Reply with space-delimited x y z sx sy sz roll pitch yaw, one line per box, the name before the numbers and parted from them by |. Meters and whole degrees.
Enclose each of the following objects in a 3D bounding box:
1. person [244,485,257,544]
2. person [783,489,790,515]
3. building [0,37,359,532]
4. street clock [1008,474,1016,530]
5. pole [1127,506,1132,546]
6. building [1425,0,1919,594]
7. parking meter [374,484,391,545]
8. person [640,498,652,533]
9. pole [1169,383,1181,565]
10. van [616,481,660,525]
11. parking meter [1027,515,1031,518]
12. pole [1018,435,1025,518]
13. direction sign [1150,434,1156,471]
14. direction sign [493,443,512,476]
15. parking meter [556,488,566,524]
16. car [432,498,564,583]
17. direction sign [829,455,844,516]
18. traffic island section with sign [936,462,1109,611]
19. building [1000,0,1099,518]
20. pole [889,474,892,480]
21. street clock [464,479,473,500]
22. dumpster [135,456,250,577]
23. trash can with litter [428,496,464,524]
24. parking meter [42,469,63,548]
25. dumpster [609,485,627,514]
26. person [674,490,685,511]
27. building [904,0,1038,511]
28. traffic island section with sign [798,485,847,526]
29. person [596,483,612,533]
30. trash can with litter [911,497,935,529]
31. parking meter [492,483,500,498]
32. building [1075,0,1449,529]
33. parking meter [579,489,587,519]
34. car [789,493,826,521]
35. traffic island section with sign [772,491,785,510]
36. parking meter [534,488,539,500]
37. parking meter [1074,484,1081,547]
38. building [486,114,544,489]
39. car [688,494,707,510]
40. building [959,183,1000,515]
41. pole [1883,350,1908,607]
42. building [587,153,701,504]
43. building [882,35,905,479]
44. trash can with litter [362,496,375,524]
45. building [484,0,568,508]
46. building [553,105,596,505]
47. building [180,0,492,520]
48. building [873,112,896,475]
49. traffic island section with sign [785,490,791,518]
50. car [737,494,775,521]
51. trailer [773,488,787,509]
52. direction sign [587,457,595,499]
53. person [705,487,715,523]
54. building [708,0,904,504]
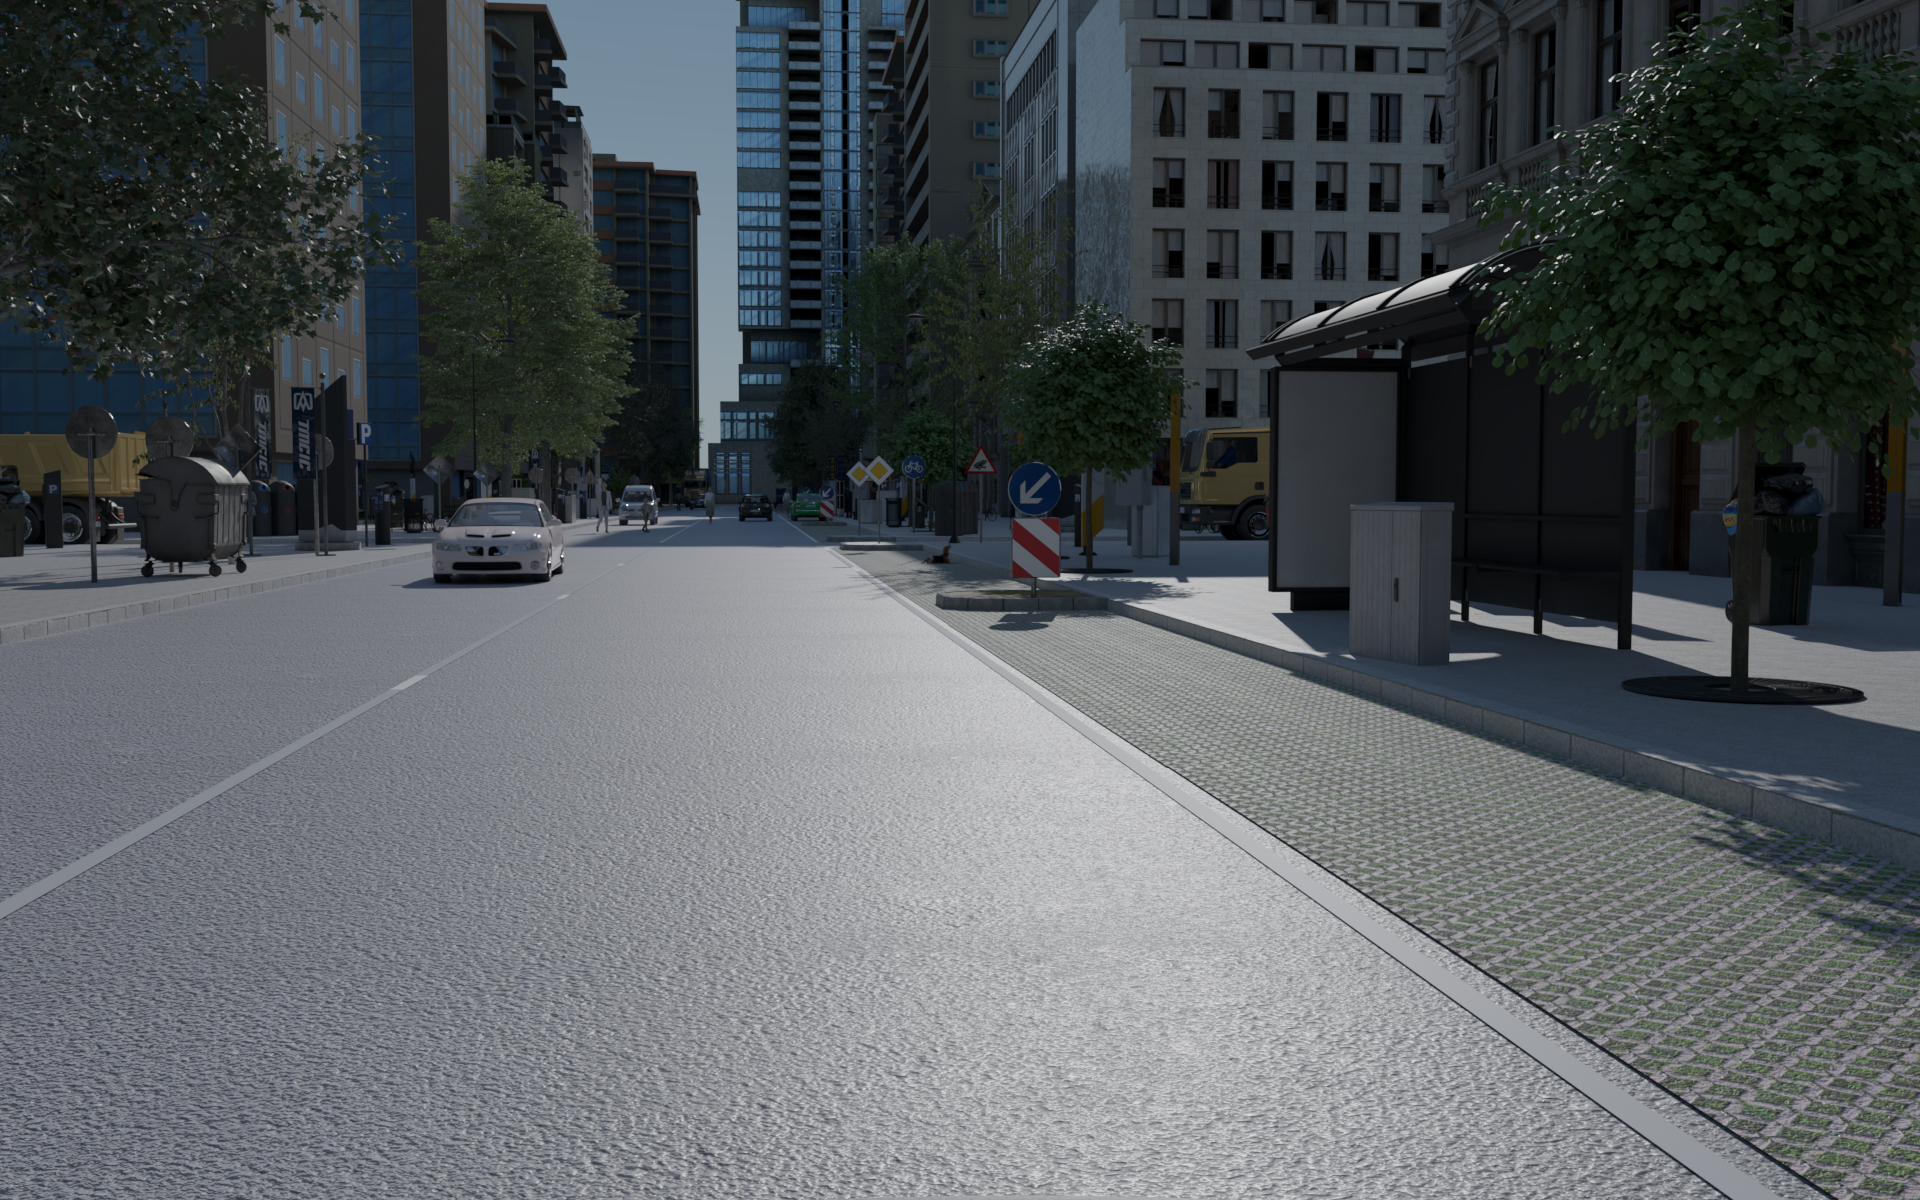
person | -19.102 -2.304 46.359 0.537 1.800 0.526 -1 4 -11
person | -12.019 -6.834 120.461 0.478 1.798 0.641 2 4 26
building | -30.605 -25.250 62.953 14.600 45.320 14.200 0 4 -7
street clock | 1.895 -3.514 62.019 0.358 2.002 0.471 -1 4 -13
pole | 4.265 -3.003 42.947 0.158 3.312 0.155 0 3 0
building | 16.265 -12.184 28.095 11.050 23.489 19.941 0 4 -7
parking meter | -14.568 -2.157 43.679 0.372 1.533 0.369 0 3 0
person | -11.704 -3.173 64.643 0.475 1.303 0.640 -3 5 -45
pole | 3.873 -2.283 31.169 0.158 3.312 0.155 0 3 0
van | -15.042 -4.529 81.059 2.013 2.044 4.112 0 4 -7
parking meter | 2.409 -3.217 58.313 0.255 1.863 0.399 1 4 12
pole | 1.578 -3.077 44.159 0.158 3.312 0.155 0 3 0
direction sign | 6.358 -4.016 57.664 0.379 3.537 0.876 2 4 25
direction sign | -20.210 -5.173 76.575 0.379 3.537 0.876 3 5 43
parking meter | -17.289 -4.075 75.042 0.372 1.533 0.369 0 3 0
car | -7.838 -1.057 29.651 2.083 1.381 4.827 -1 4 -9
direction sign | -7.245 -6.689 101.367 0.876 3.537 0.379 0 4 -2
traffic island section with sign | 0.723 -0.822 22.060 1.989 1.847 2.006 0 4 -7
building | 9.347 -16.324 84.923 12.078 24.808 19.932 0 4 -7
pole | -3.697 -5.977 91.571 0.158 3.312 0.155 0 3 0
street clock | -23.656 -4.823 83.425 0.471 2.002 0.358 3 5 42
dumpster | -12.127 -1.324 27.402 1.264 1.857 1.865 0 4 -7
trash can with litter | -22.202 -3.923 75.197 2.233 1.210 1.678 -1 4 -14
parking meter | -21.464 -2.156 40.958 0.399 1.863 0.255 -2 4 -34
dumpster | -25.017 -7.492 124.995 1.502 2.255 1.985 0 4 -7
person | -23.815 -8.429 147.030 1.217 1.736 0.721 2 4 35
building | 7.044 -31.652 141.211 21.300 48.544 21.600 0 4 -7
traffic island section with sign | -6.136 -4.242 77.977 1.989 1.847 2.006 0 4 -7
person | -13.051 -3.362 63.345 0.514 1.842 0.818 -3 4 -36
trash can with litter | -1.287 -3.246 64.458 1.055 1.170 0.624 1 4 12
parking meter | -23.721 -5.060 88.445 0.399 1.863 0.255 -1 4 -11
building | 13.779 -13.034 67.865 16.860 20.320 10.420 0 4 -7
parking meter | -19.462 -4.956 89.439 0.372 1.533 0.369 0 3 0
car | -8.032 -5.076 91.792 1.959 1.807 4.718 0 4 -8
traffic island section with sign | -18.725 -10.517 180.577 1.989 1.847 2.006 0 4 -7
parking meter | -19.254 -4.285 78.478 0.372 1.533 0.369 0 3 0
parking meter | 2.958 -2.051 41.949 0.372 1.533 0.369 0 3 0
building | -39.521 -22.000 131.406 14.160 30.474 14.107 0 4 -7
car | -23.813 -9.082 158.278 2.009 1.686 4.222 0 4 -7
building | 7.339 -17.925 112.162 14.460 24.649 34.723 0 4 -7
pole | 10.673 -1.583 19.723 0.158 3.312 0.155 0 3 0
building | -48.320 -34.898 225.206 28.867 44.769 22.147 0 4 -7
building | 3.975 -31.322 166.745 22.147 44.769 28.867 0 4 -7
trash can with litter | -25.402 -3.936 75.417 1.678 1.210 2.233 0 4 -4
building | -46.381 -30.458 152.605 22.147 44.769 28.867 0 4 -7
building | -46.178 -30.594 183.813 14.086 41.232 14.154 0 4 -7
building | -36.331 -27.707 103.120 14.600 45.320 14.200 0 4 -7
building | -2.589 -30.951 189.641 14.154 41.232 14.086 0 4 -7
traffic island section with sign | -9.423 -5.878 104.733 1.989 1.847 2.006 0 4 -7
car | -10.843 -5.030 92.026 2.009 1.686 4.222 0 4 -5
trailer | -17.691 -10.030 171.032 1.471 1.999 3.904 -1 4 -8
direction sign | -22.703 -7.006 106.551 0.379 3.537 0.876 1 4 19
person | -12.437 -4.736 86.167 0.478 1.798 0.641 0 4 3
building | -17.625 -55.997 228.214 31.000 86.520 22.319 0 4 -7
